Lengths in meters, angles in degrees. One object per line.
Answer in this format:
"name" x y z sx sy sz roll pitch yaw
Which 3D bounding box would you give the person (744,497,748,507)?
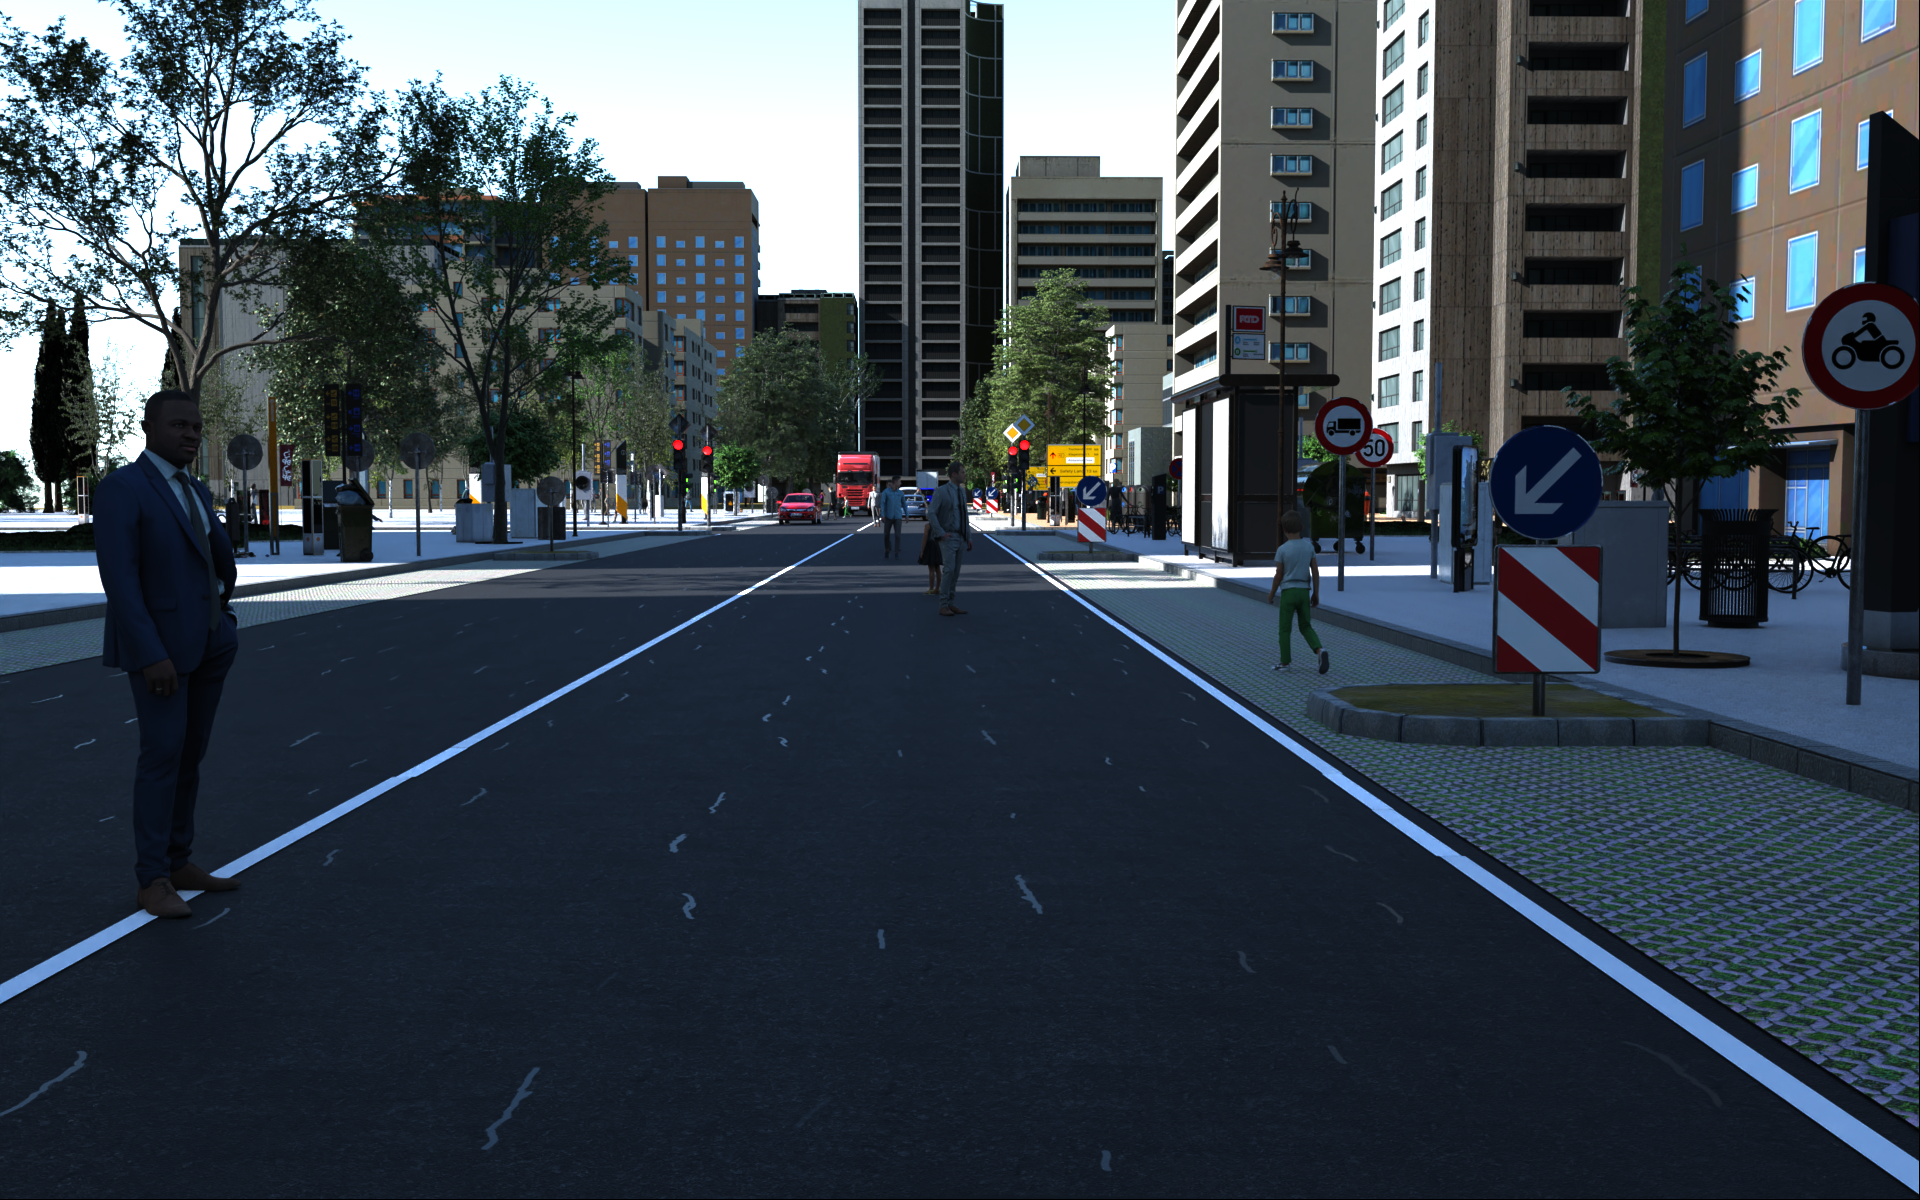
"person" -21.302 -10.162 172.899 0.721 1.736 1.217 1 4 15

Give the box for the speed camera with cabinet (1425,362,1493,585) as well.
"speed camera with cabinet" 7.329 -1.902 25.429 0.660 3.252 2.038 0 4 4

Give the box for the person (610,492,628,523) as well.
"person" -15.196 -4.304 77.166 0.760 1.731 0.466 -1 4 -16

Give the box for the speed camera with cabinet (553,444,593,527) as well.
"speed camera with cabinet" -15.509 -4.512 68.103 2.038 3.252 0.660 0 4 -3

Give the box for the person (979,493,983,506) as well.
"person" 2.401 -11.384 192.703 0.617 1.759 0.750 -1 4 -20

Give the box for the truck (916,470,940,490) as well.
"truck" -3.798 -13.101 203.109 2.839 4.237 11.283 0 4 0

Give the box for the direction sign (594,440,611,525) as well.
"direction sign" -14.937 -4.917 72.389 0.876 3.537 0.379 2 4 28

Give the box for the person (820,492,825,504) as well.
"person" -17.518 -13.116 220.488 0.705 1.824 1.348 2 4 35

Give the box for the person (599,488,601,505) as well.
"person" -28.697 -8.123 139.029 0.592 1.802 0.473 -1 4 -16

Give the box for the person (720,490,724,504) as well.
"person" -29.414 -12.740 214.348 0.705 1.824 1.348 0 4 4

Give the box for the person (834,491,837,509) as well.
"person" -12.010 -9.681 167.580 0.721 1.735 1.217 2 4 24

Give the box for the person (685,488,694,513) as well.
"person" -18.619 -6.889 118.656 0.713 1.824 0.794 -3 5 -43

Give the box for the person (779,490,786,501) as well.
"person" -21.251 -12.333 207.713 1.348 1.821 0.705 3 5 43

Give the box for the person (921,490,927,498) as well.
"person" -3.973 -10.295 176.839 1.348 1.821 0.705 1 4 14

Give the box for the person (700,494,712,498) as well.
"person" -25.990 -10.512 177.899 1.348 1.826 0.705 0 4 -7

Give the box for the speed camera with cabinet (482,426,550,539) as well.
"speed camera with cabinet" -12.997 -3.438 50.546 2.038 3.252 0.660 2 4 28

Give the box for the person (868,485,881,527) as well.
"person" -3.690 -4.116 75.920 0.709 1.813 0.853 0 4 -3

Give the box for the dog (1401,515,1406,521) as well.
"dog" 19.169 -3.470 74.472 0.748 0.427 0.550 -2 4 -30

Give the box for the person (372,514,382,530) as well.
"person" -21.697 -3.009 63.190 1.012 1.151 0.738 1 4 17

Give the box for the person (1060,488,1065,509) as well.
"person" 6.462 -6.286 109.004 0.709 1.800 0.728 -1 4 -21

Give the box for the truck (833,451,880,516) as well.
"truck" -6.789 -7.785 116.199 2.839 4.237 11.283 0 4 -1

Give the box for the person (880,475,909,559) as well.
"person" -1.449 -1.828 38.243 0.638 1.841 0.748 0 4 -5

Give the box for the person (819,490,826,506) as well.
"person" -14.518 -10.773 182.860 0.721 1.739 1.217 -3 4 -37

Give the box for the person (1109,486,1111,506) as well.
"person" 10.358 -6.878 118.672 0.473 1.802 0.592 1 4 19

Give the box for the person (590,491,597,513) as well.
"person" -25.292 -6.916 119.312 0.606 1.804 0.583 -2 4 -35

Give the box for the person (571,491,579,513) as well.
"person" -25.939 -6.778 116.820 0.622 1.834 0.822 0 4 -5

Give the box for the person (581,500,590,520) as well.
"person" -18.420 -4.804 84.791 0.606 1.804 0.583 2 4 25

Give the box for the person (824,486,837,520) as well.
"person" -7.095 -5.296 94.873 0.755 1.850 0.659 2 4 31

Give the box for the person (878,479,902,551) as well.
"person" -1.734 -2.137 43.641 0.606 1.804 0.583 -1 4 -16

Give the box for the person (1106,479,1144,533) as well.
"person" 5.520 -3.167 58.037 0.699 1.804 1.509 -3 5 -42

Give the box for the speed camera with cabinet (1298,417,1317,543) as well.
"speed camera with cabinet" 8.798 -3.031 43.899 0.660 3.252 2.038 1 4 13

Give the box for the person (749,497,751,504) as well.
"person" -26.200 -12.916 218.013 0.742 1.727 0.445 -3 5 -40

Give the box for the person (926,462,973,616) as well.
"person" -0.101 -0.737 20.657 0.391 1.810 0.635 2 4 29

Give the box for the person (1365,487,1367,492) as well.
"person" 18.995 -4.628 81.725 0.555 1.821 0.388 -2 4 -26

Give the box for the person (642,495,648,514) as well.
"person" -20.012 -6.068 109.917 0.362 1.253 0.373 0 4 6

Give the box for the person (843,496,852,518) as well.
"person" -6.838 -5.650 105.125 0.590 1.304 0.306 -1 4 -12

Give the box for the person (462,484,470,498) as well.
"person" -22.932 -4.558 80.917 0.623 1.781 0.721 -2 4 -25

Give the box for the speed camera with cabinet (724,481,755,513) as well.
"speed camera with cabinet" -14.760 -7.436 115.910 2.038 3.252 0.660 0 4 4

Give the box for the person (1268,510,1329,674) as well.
"person" 2.700 -0.064 13.795 0.306 1.304 0.590 -2 4 -31

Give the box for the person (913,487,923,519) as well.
"person" -2.357 -5.488 98.325 0.767 1.812 0.694 2 4 29

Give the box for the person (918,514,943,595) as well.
"person" -0.424 -0.703 24.661 0.373 1.253 0.362 3 5 42

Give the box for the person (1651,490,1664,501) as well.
"person" 23.287 -3.155 58.018 0.834 1.777 0.661 2 4 35

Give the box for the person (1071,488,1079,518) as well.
"person" 6.313 -5.402 94.554 0.721 1.800 0.419 2 4 30

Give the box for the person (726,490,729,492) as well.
"person" -22.037 -9.736 165.102 0.599 1.838 0.709 -1 4 -21

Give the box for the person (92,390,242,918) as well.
"person" -2.806 0.156 6.137 0.419 1.800 0.721 0 4 1

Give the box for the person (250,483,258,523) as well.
"person" -26.483 -3.437 64.798 0.850 1.850 0.679 -2 4 -33

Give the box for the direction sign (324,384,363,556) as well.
"direction sign" -12.680 -2.671 35.668 0.876 3.537 0.379 1 4 17

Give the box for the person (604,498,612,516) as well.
"person" -20.225 -5.457 99.539 0.640 1.303 0.475 1 4 19

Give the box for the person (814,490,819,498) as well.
"person" -17.740 -12.639 213.414 0.721 1.735 1.217 2 4 24
